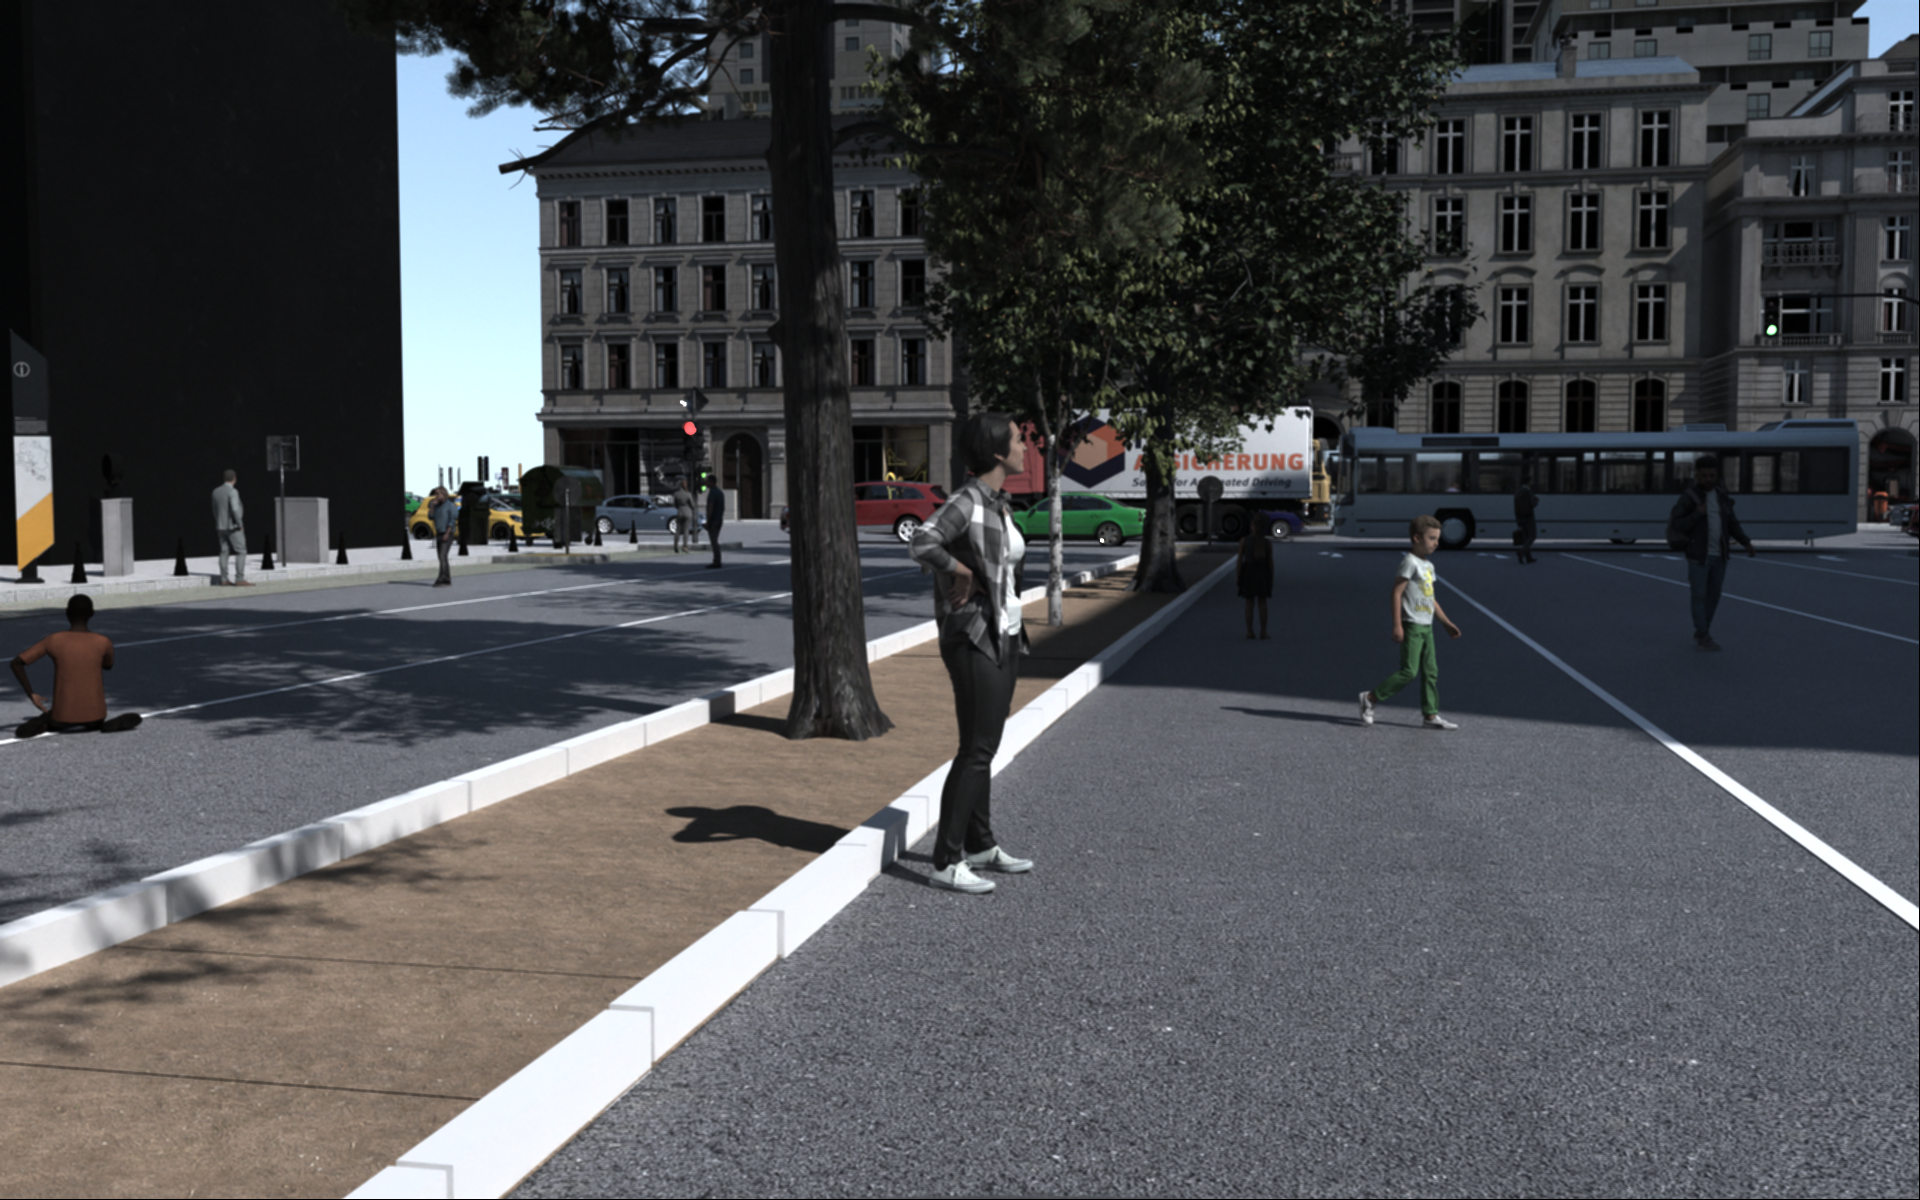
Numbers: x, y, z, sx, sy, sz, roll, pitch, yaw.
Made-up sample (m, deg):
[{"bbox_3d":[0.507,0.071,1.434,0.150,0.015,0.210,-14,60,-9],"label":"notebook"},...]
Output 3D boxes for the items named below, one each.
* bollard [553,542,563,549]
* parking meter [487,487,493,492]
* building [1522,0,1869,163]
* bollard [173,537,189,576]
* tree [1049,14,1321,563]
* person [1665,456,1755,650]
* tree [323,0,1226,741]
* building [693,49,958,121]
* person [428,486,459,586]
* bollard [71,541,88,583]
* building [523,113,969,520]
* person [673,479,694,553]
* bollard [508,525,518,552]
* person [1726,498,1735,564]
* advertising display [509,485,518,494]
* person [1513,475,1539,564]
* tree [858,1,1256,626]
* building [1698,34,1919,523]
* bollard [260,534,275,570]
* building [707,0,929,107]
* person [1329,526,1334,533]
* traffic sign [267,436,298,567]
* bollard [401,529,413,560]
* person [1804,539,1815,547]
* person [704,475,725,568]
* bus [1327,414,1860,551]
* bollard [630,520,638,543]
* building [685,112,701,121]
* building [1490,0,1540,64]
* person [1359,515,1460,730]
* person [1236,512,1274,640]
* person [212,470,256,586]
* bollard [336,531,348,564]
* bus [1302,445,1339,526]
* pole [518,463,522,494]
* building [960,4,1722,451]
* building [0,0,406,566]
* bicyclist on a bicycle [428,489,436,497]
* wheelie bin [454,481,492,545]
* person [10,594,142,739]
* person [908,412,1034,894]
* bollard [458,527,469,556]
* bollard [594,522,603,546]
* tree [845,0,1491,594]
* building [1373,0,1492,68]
[{"bbox_3d":[-9.424,-1.502,40.600,0.229,0.601,0.229,0,3,0],"label":"bollard"},{"bbox_3d":[-37.048,-8.004,136.583,0.255,1.863,0.399,3,4,38],"label":"parking meter"},{"bbox_3d":[71.807,-35.631,171.798,28.713,52.752,27.495,1,4,12],"label":"building"},{"bbox_3d":[-12.229,-0.681,27.171,0.229,0.601,0.229,0,3,0],"label":"bollard"},{"bbox_3d":[4.269,-7.066,36.109,7.486,12.596,7.792,0,3,0],"label":"tree"},{"bbox_3d":[6.899,-0.439,16.025,0.623,1.781,0.721,-2,4,-24],"label":"person"},{"bbox_3d":[-0.914,-6.134,10.163,7.806,13.903,7.818,0,3,0],"label":"tree"},{"bbox_3d":[-6.161,-28.359,155.548,32.217,40.220,23.993,1,4,12],"label":"building"},{"bbox_3d":[-8.017,-0.989,26.886,0.429,1.552,0.499,-2,4,-25],"label":"person"},{"bbox_3d":[-12.691,-0.544,24.935,0.229,0.601,0.229,0,3,0],"label":"bollard"},{"bbox_3d":[-19.219,-14.768,92.368,40.483,20.767,10.553,1,4,12],"label":"building"},{"bbox_3d":[-6.676,-2.026,41.897,0.520,1.790,0.573,0,4,-3],"label":"person"},{"bbox_3d":[-9.899,-1.365,38.358,0.229,0.601,0.229,0,3,0],"label":"bollard"},{"bbox_3d":[15.621,-1.411,35.483,0.435,1.345,0.340,1,4,17],"label":"person"},{"bbox_3d":[-32.900,-7.493,127.718,0.123,1.923,0.974,1,4,22],"label":"advertising display"},{"bbox_3d":[11.689,-1.674,35.827,0.822,1.834,0.622,-2,4,-34],"label":"person"},{"bbox_3d":[1.025,-4.005,18.301,4.737,8.622,4.395,0,3,0],"label":"tree"},{"bbox_3d":[46.978,-14.563,79.901,24.055,21.916,13.314,1,4,12],"label":"building"},{"bbox_3d":[-11.762,-0.817,29.406,0.229,0.601,0.229,0,3,0],"label":"bollard"},{"bbox_3d":[-15.005,-46.243,194.317,20.611,71.187,20.563,1,4,12],"label":"building"},{"bbox_3d":[13.890,-3.378,64.403,0.598,1.740,0.731,-2,4,-28],"label":"person"},{"bbox_3d":[-11.922,-1.734,30.485,0.606,2.300,0.079,1,4,13],"label":"traffic sign"},{"bbox_3d":[-10.828,-1.091,33.876,0.229,0.601,0.229,0,3,0],"label":"bollard"},{"bbox_3d":[23.137,-2.168,47.189,0.726,1.434,0.776,2,4,28],"label":"person"},{"bbox_3d":[-4.791,-1.527,33.589,0.434,1.807,0.598,2,4,26],"label":"person"},{"bbox_3d":[15.474,-3.028,44.366,13.247,3.499,2.948,1,4,11],"label":"bus"},{"bbox_3d":[-8.499,-1.776,45.071,0.229,0.601,0.229,0,3,0],"label":"bollard"},{"bbox_3d":[-31.579,-33.687,200.887,14.200,45.320,14.600,1,4,12],"label":"building"},{"bbox_3d":[84.196,-48.853,237.003,20.611,71.187,20.563,1,4,12],"label":"building"},{"bbox_3d":[2.747,0.133,10.582,0.590,1.304,0.306,1,4,21],"label":"person"},{"bbox_3d":[2.904,-0.237,17.048,0.362,1.253,0.373,1,4,13],"label":"person"},{"bbox_3d":[-11.299,-1.114,26.816,0.635,1.810,0.391,1,4,23],"label":"person"},{"bbox_3d":[-11.294,-0.954,31.641,0.229,0.601,0.229,0,3,0],"label":"bollard"},{"bbox_3d":[17.141,-4.075,61.484,13.247,3.499,2.948,1,4,11],"label":"bus"},{"bbox_3d":[-29.276,-7.430,115.318,0.158,3.312,0.155,0,3,0],"label":"pole"},{"bbox_3d":[17.952,-16.345,86.318,34.723,24.649,14.460,1,4,12],"label":"building"},{"bbox_3d":[-22.717,-12.728,37.788,15.834,23.373,12.332,1,4,12],"label":"building"},{"bbox_3d":[-18.223,-3.069,60.192,1.625,1.676,1.499,1,4,10],"label":"bicyclist on a bicycle"},{"bbox_3d":[-12.171,-2.172,43.425,0.693,1.594,0.980,3,4,36],"label":"wheelie bin"},{"bbox_3d":[-5.386,0.386,10.472,0.859,0.850,0.655,-2,4,-33],"label":"person"},{"bbox_3d":[0.061,0.170,6.449,0.376,1.734,0.841,1,4,19],"label":"person"},{"bbox_3d":[-10.362,-1.228,36.116,0.229,0.601,0.229,0,3,0],"label":"bollard"},{"bbox_3d":[-8.956,-1.639,42.834,0.229,0.601,0.229,0,3,0],"label":"bollard"},{"bbox_3d":[2.927,-6.467,25.198,9.611,12.733,9.660,0,3,0],"label":"tree"},{"bbox_3d":[63.878,-49.161,242.029,20.611,71.187,20.563,1,4,12],"label":"building"}]
